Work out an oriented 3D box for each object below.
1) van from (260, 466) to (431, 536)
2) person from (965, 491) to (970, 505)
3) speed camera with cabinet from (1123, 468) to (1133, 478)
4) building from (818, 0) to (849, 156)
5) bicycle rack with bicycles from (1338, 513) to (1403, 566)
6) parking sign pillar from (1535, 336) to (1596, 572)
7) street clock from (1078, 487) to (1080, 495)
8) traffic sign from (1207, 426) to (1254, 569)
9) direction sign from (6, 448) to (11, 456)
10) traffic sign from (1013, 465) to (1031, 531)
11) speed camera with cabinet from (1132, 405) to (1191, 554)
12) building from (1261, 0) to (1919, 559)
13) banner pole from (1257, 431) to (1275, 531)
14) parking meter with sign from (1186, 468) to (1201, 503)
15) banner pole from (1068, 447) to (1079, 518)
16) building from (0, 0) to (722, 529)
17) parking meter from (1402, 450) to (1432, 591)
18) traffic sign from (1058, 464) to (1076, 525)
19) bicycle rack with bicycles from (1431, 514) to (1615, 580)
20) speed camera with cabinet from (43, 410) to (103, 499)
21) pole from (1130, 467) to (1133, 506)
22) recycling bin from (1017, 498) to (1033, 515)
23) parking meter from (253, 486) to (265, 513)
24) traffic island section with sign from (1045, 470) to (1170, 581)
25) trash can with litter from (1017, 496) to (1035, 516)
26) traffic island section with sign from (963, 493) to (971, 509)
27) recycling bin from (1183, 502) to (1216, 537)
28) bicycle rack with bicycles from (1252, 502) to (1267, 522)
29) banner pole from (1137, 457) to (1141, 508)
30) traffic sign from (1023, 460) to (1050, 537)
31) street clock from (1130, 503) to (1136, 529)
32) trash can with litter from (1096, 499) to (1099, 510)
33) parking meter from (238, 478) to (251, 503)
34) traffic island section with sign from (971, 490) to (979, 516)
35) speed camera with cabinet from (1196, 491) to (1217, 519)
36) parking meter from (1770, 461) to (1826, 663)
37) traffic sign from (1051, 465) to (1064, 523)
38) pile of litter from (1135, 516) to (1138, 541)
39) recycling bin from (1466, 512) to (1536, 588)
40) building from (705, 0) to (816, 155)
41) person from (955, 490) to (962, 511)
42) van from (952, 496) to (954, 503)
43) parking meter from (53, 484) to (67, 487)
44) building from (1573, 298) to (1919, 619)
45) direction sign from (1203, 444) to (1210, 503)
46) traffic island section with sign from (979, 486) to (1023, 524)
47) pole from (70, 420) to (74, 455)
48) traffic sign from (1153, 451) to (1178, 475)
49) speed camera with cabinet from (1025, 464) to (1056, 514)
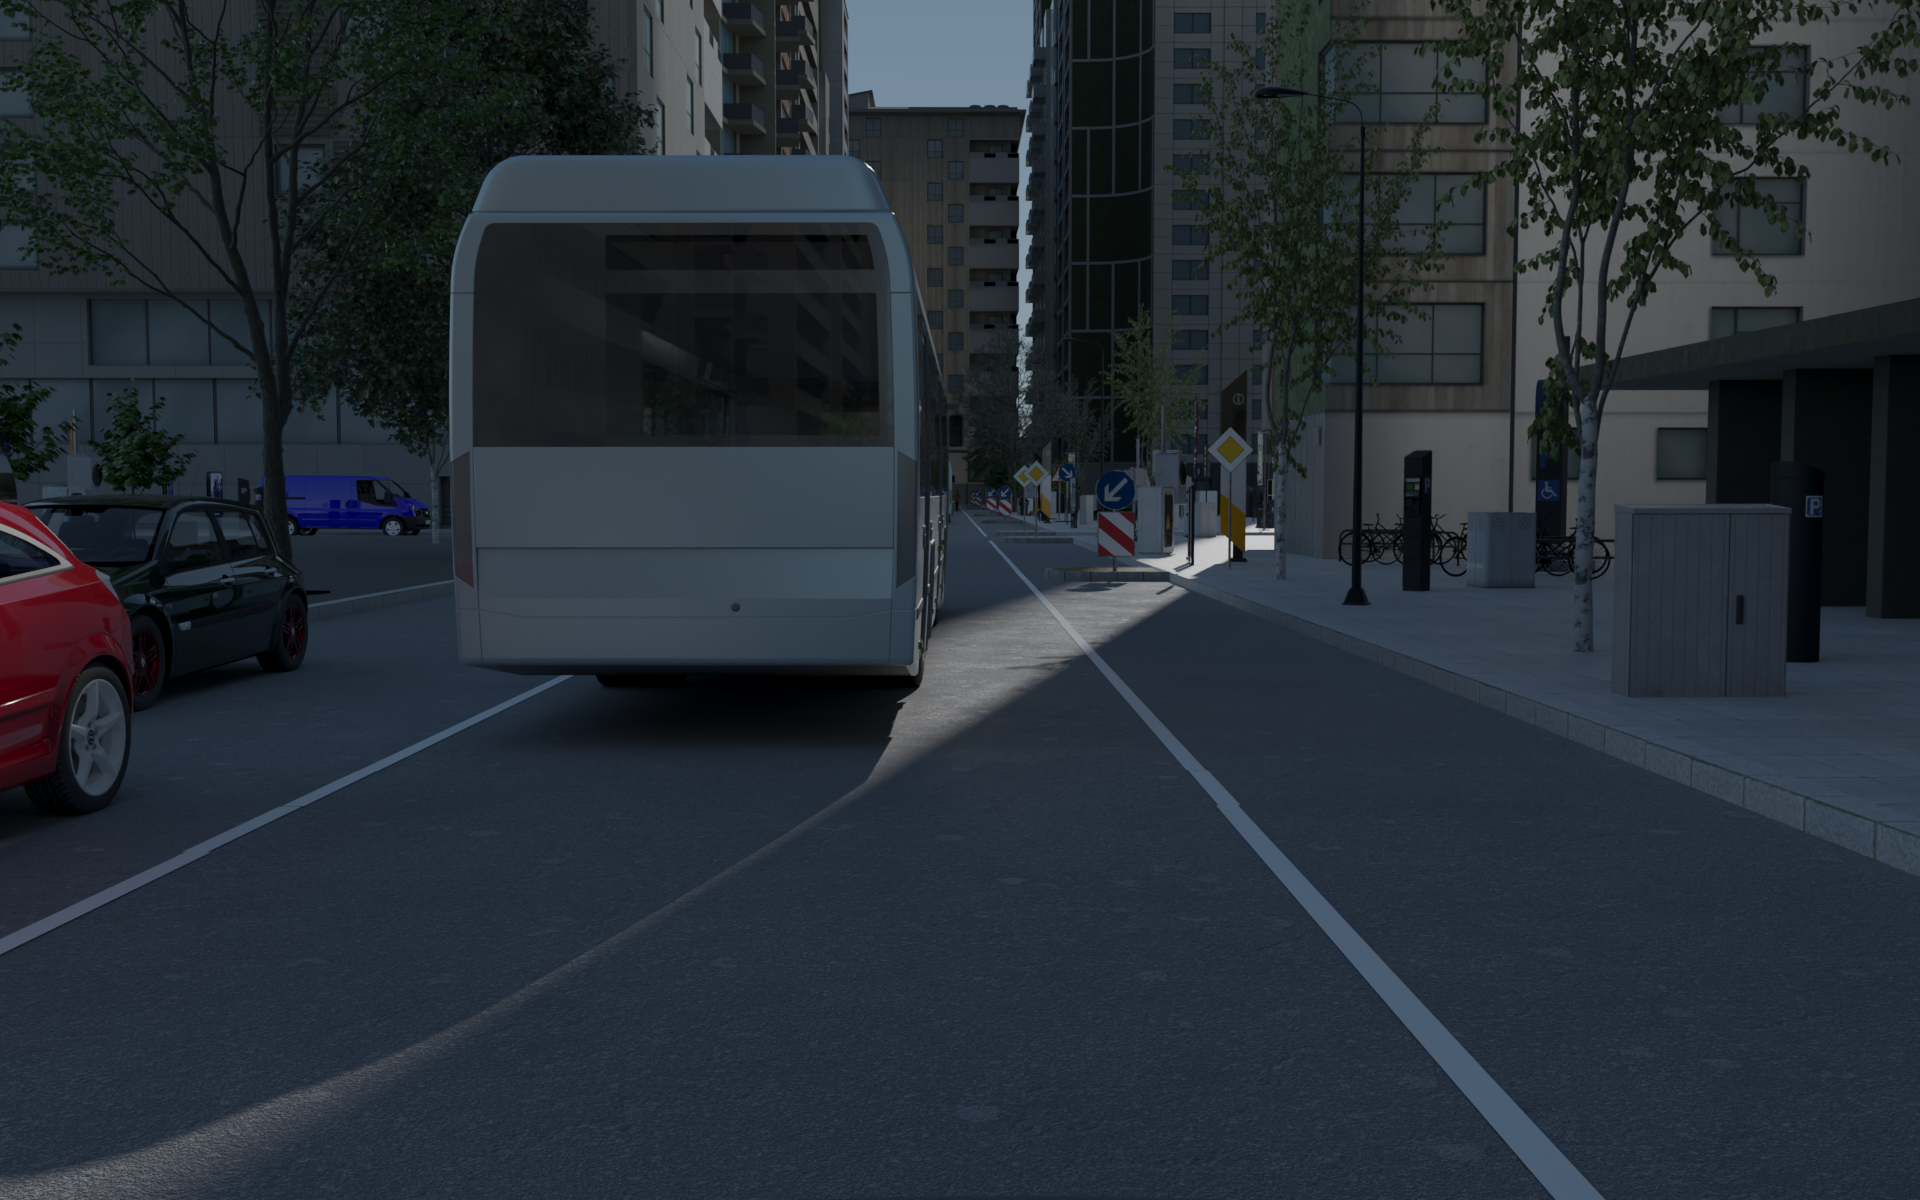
[{"bbox_3d":[-19.907,-3.172,56.253,5.245,2.365,2.240,0,4,-1],"label":"van"},{"bbox_3d":[0.794,-11.369,194.385,0.705,1.824,1.348,2,4,23],"label":"person"},{"bbox_3d":[6.903,-4.168,62.484,2.038,3.252,0.660,-2,4,-25],"label":"speed camera with cabinet"},{"bbox_3d":[-26.895,-40.055,196.904,28.212,58.520,21.231,0,4,0],"label":"building"},{"bbox_3d":[8.204,-1.121,31.706,2.925,0.926,2.852,0,4,2],"label":"bicycle rack with bicycles"},{"bbox_3d":[9.953,-2.485,29.099,1.447,3.967,1.447,1,4,23],"label":"parking sign pillar"},{"bbox_3d":[7.477,-6.501,110.855,0.471,2.002,0.358,0,4,-3],"label":"street clock"},{"bbox_3d":[4.625,-1.743,29.684,0.795,2.450,0.064,1,4,8],"label":"traffic sign"},{"bbox_3d":[-32.731,-4.089,58.855,0.876,3.537,0.379,-2,4,-33],"label":"direction sign"},{"bbox_3d":[2.220,-3.426,59.663,0.795,2.450,0.064,0,4,0],"label":"traffic sign"},{"bbox_3d":[4.433,-2.659,37.808,0.660,3.252,2.038,1,4,22],"label":"speed camera with cabinet"},{"bbox_3d":[14.123,-21.783,39.754,14.154,41.232,14.086,0,4,0],"label":"building"},{"bbox_3d":[10.595,-4.328,60.776,0.401,3.779,0.863,2,4,33],"label":"banner pole"},{"bbox_3d":[15.311,-7.359,116.572,1.738,3.016,0.543,-1,4,-11],"label":"parking meter with sign"},{"bbox_3d":[6.041,-6.226,91.806,0.863,3.779,0.401,-2,4,-34],"label":"banner pole"},{"bbox_3d":[-25.062,-29.671,74.358,28.713,52.752,27.495,0,4,0],"label":"building"},{"bbox_3d":[6.052,-1.053,22.926,0.255,1.863,0.399,3,4,38],"label":"parking meter"},{"bbox_3d":[4.505,-4.449,72.851,0.768,2.556,0.104,0,4,1],"label":"traffic sign"},{"bbox_3d":[8.842,-0.808,26.592,2.925,0.926,2.852,0,4,2],"label":"bicycle rack with bicycles"},{"bbox_3d":[-20.445,-2.790,39.950,0.660,3.252,2.038,0,4,-5],"label":"speed camera with cabinet"},{"bbox_3d":[12.907,-8.360,130.529,0.158,3.312,0.155,0,3,0],"label":"pole"},{"bbox_3d":[4.003,-5.735,106.319,0.722,1.027,0.722,-3,5,-44],"label":"recycling bin"},{"bbox_3d":[-21.069,-2.676,52.162,0.372,1.533,0.369,0,3,0],"label":"parking meter"},{"bbox_3d":[2.458,-1.269,29.368,1.989,1.847,2.006,0,4,0],"label":"traffic island section with sign"},{"bbox_3d":[3.934,-5.522,101.664,1.055,1.170,0.624,-2,4,-30],"label":"trash can with litter"},{"bbox_3d":[1.553,-9.350,161.493,1.989,1.847,2.006,0,4,0],"label":"traffic island section with sign"},{"bbox_3d":[7.166,-2.396,51.734,0.722,1.027,0.722,-3,4,-38],"label":"recycling bin"},{"bbox_3d":[13.560,-4.153,81.289,2.852,0.926,2.925,2,4,28],"label":"bicycle rack with bicycles"},{"bbox_3d":[10.684,-6.948,103.624,0.401,3.779,0.863,-1,4,-11],"label":"banner pole"},{"bbox_3d":[2.275,-2.938,51.678,0.795,2.450,0.064,0,4,0],"label":"traffic sign"},{"bbox_3d":[6.377,-3.629,63.897,0.358,2.002,0.471,-2,4,-27],"label":"street clock"},{"bbox_3d":[9.687,-7.075,127.058,1.055,1.170,0.624,-1,4,-13],"label":"trash can with litter"},{"bbox_3d":[-25.404,-3.412,61.489,0.399,1.863,0.255,-2,4,-26],"label":"parking meter"},{"bbox_3d":[1.893,-6.314,111.857,1.989,1.847,2.006,0,4,0],"label":"traffic island section with sign"},{"bbox_3d":[12.012,-5.729,88.007,2.038,3.252,0.660,-1,4,-10],"label":"speed camera with cabinet"},{"bbox_3d":[6.418,-0.299,13.308,0.372,1.533,0.369,0,3,0],"label":"parking meter"},{"bbox_3d":[4.437,-4.729,77.316,0.884,2.594,0.081,0,4,5],"label":"traffic sign"},{"bbox_3d":[4.838,-2.062,47.675,1.176,0.858,1.719,2,4,35],"label":"pile of litter"},{"bbox_3d":[7.466,-0.694,23.906,0.722,1.027,0.722,0,4,-5],"label":"recycling bin"},{"bbox_3d":[-21.190,-28.149,114.863,22.147,44.769,28.867,0,4,0],"label":"building"},{"bbox_3d":[-0.199,-8.383,145.651,0.705,1.812,1.348,-1,4,-21],"label":"person"},{"bbox_3d":[-1.680,-11.037,187.466,2.013,2.044,4.112,0,4,-2],"label":"van"},{"bbox_3d":[-22.255,-2.103,42.793,0.372,1.533,0.369,0,3,0],"label":"parking meter"},{"bbox_3d":[19.152,-21.625,8.193,22.147,44.769,28.867,0,4,0],"label":"building"},{"bbox_3d":[11.271,-5.334,79.209,0.379,3.537,0.876,2,4,27],"label":"direction sign"},{"bbox_3d":[2.070,-4.665,84.903,1.989,1.847,2.006,0,4,0],"label":"traffic island section with sign"},{"bbox_3d":[-24.403,-3.298,47.772,0.158,3.312,0.155,0,3,0],"label":"pole"},{"bbox_3d":[4.785,-2.337,40.334,0.606,2.300,0.079,0,4,2],"label":"traffic sign"},{"bbox_3d":[5.292,-7.308,113.822,2.038,3.252,0.660,0,4,1],"label":"speed camera with cabinet"}]
